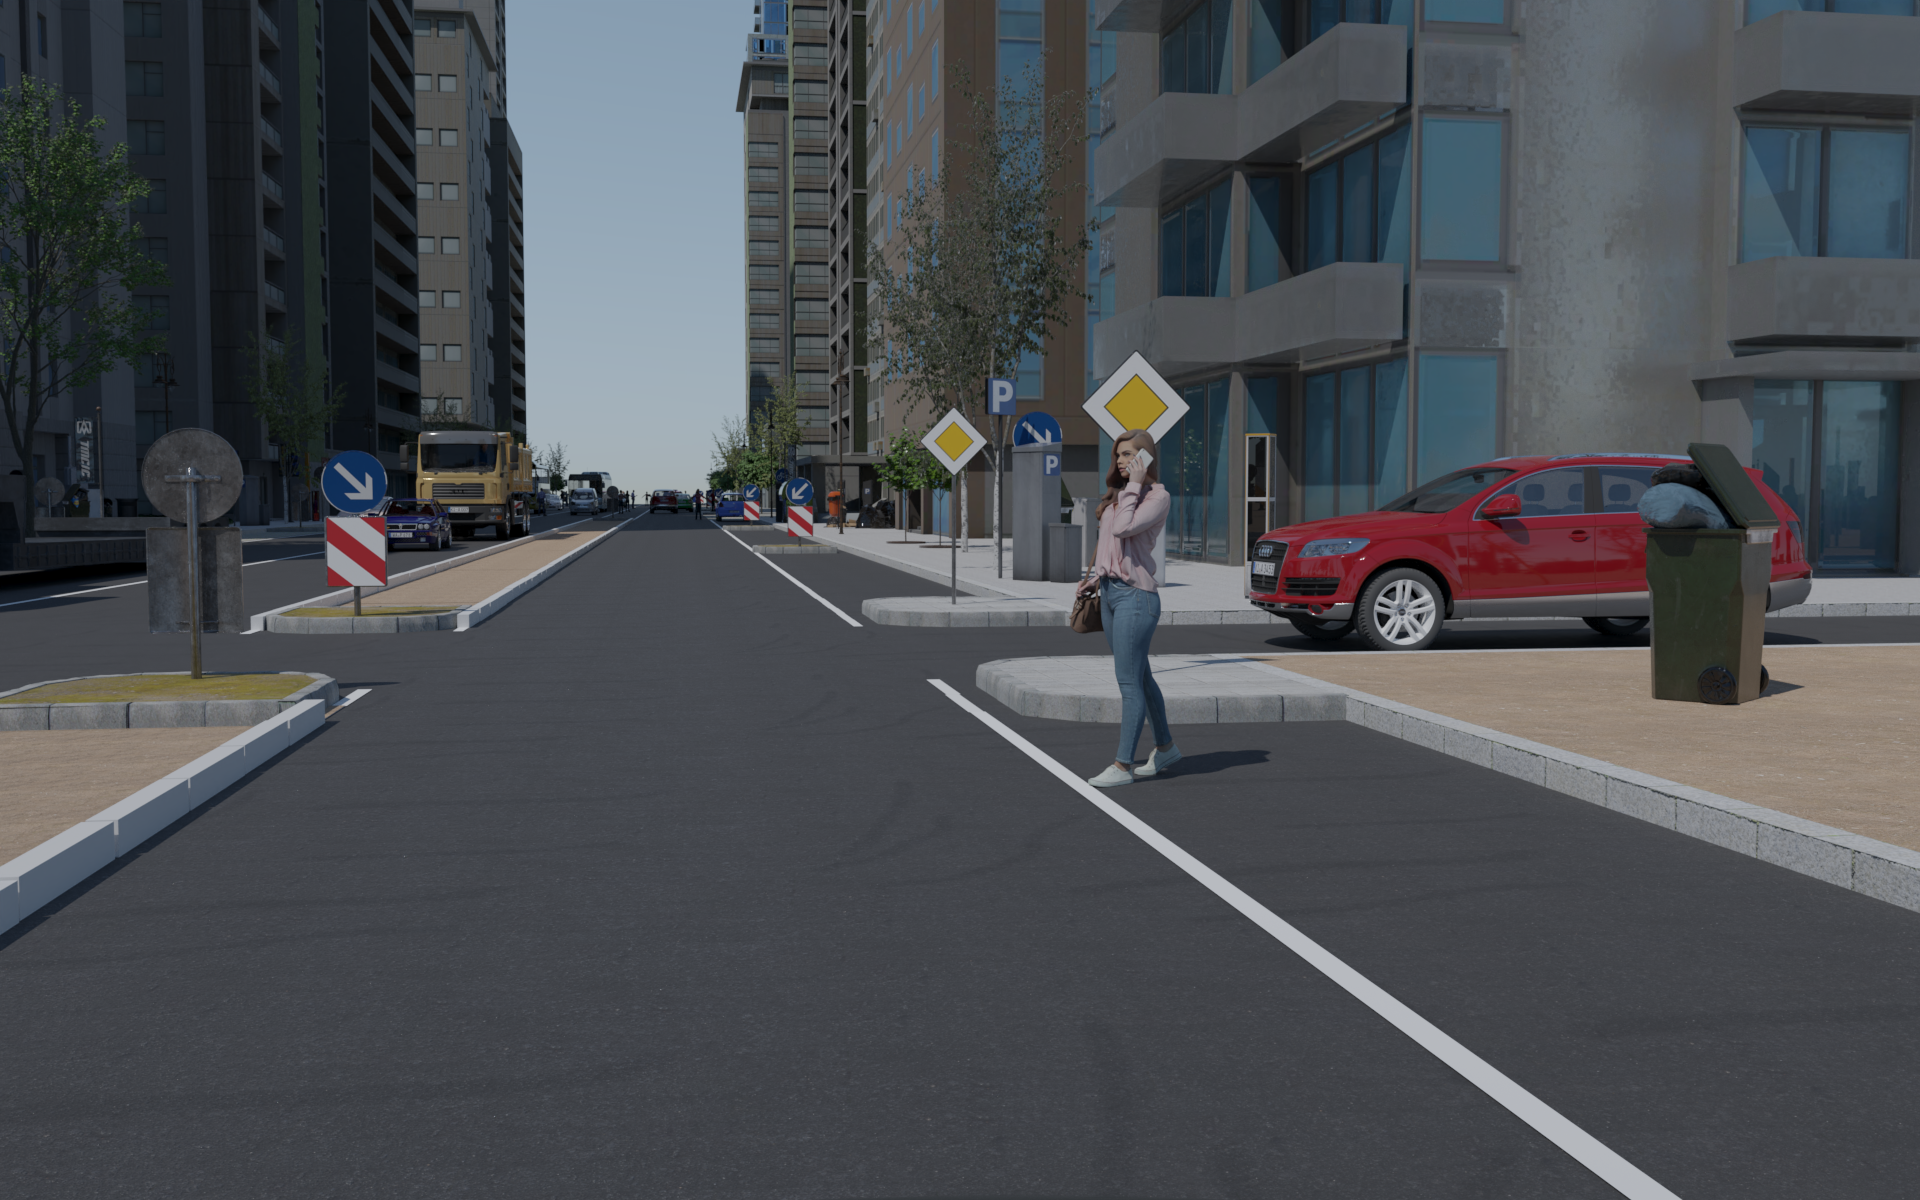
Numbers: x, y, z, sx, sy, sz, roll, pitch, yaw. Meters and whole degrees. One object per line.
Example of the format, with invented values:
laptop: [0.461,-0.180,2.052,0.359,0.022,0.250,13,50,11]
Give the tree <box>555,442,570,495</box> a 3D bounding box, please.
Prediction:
tree: [-55.825,-17.654,239.003,4.737,8.622,4.395,0,3,0]

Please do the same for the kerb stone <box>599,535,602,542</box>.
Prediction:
kerb stone: [-10.547,-1.714,50.316,0.120,0.150,1.000,-1,4,-9]

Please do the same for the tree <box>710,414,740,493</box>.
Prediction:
tree: [-20.615,-12.712,158.203,4.737,8.622,4.395,0,3,0]

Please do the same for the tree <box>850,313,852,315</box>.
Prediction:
tree: [-0.132,-5.342,37.697,4.360,8.622,3.978,0,3,0]

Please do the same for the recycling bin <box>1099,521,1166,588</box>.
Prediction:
recycling bin: [2.381,-0.697,23.949,0.722,1.027,0.722,-1,4,-18]

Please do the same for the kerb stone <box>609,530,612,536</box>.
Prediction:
kerb stone: [-11.709,-2.153,57.391,0.120,0.150,1.000,-1,4,-9]

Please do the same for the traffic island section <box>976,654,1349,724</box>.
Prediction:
traffic island section: [1.247,0.614,12.248,2.009,0.180,2.903,-1,4,-9]

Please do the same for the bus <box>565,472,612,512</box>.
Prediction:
bus: [-29.307,-8.719,137.407,2.948,3.499,13.247,0,4,-8]

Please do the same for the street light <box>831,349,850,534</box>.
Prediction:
street light: [-3.794,-5.042,55.221,0.468,5.910,1.993,-1,4,-9]

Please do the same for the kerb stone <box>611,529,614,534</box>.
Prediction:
kerb stone: [-12.046,-2.276,59.425,0.120,0.150,1.000,-1,4,-9]

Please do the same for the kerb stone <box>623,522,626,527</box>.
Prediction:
kerb stone: [-14.393,-3.143,73.589,0.120,0.150,1.000,-1,4,-9]

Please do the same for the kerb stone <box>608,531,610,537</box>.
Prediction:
kerb stone: [-11.541,-2.090,56.374,0.120,0.150,1.000,-1,4,-9]

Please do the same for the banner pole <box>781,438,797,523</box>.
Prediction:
banner pole: [-7.597,-5.314,76.903,0.863,3.779,0.401,3,4,37]

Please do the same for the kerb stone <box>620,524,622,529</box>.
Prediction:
kerb stone: [-13.548,-2.834,68.532,0.120,0.150,1.000,-1,4,-9]

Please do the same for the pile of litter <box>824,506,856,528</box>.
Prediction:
pile of litter: [-4.437,-3.225,66.694,1.719,0.858,1.176,-1,4,-10]

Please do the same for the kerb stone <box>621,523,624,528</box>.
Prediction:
kerb stone: [-13.887,-2.958,70.559,0.120,0.150,1.000,-1,4,-9]

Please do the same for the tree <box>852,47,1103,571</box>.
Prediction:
tree: [0.566,-4.814,29.076,4.360,8.622,3.978,0,3,0]

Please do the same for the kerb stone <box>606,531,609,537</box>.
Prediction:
kerb stone: [-11.372,-2.027,55.367,0.120,0.150,1.000,-1,4,-9]

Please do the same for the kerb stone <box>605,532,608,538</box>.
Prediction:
kerb stone: [-11.221,-1.967,54.355,0.120,0.150,1.000,-1,4,-9]

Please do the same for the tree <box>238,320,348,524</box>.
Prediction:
tree: [-28.531,-7.537,73.595,4.737,8.622,4.395,0,3,0]

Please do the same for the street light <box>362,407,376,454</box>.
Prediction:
street light: [-31.584,-7.331,92.653,0.468,5.910,1.993,-1,4,-9]

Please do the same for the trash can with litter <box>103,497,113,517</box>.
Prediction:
trash can with litter: [-29.815,-2.993,60.315,0.624,1.170,1.055,-1,4,-21]

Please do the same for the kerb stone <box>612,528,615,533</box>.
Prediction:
kerb stone: [-12.215,-2.338,60.434,0.120,0.150,1.000,-1,4,-9]

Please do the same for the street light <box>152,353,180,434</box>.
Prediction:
street light: [-25.504,-5.075,55.757,0.468,5.910,1.993,-1,4,-9]

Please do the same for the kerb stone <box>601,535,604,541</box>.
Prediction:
kerb stone: [-10.715,-1.782,51.331,0.120,0.150,1.000,-1,4,-9]

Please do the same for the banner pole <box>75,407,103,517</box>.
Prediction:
banner pole: [-24.862,-3.644,49.594,0.863,3.779,0.401,-2,4,-33]

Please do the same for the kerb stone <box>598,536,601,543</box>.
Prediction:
kerb stone: [-10.375,-1.657,49.308,0.120,0.150,1.000,-1,4,-9]

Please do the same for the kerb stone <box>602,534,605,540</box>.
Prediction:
kerb stone: [-10.876,-1.844,52.341,0.120,0.150,1.000,-1,4,-9]

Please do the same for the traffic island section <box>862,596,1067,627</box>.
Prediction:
traffic island section: [-0.052,0.132,20.127,2.009,0.180,2.903,-1,4,-9]

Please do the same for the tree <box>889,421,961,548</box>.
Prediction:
tree: [-0.404,-2.865,41.447,1.663,3.219,1.824,0,3,0]

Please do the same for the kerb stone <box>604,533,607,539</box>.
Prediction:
kerb stone: [-11.044,-1.901,53.349,0.120,0.150,1.000,-1,4,-9]

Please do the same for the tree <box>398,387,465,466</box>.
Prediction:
tree: [-36.185,-10.296,118.699,4.360,8.622,3.978,0,3,0]

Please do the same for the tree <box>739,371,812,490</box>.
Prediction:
tree: [-10.743,-9.394,103.955,4.737,8.622,4.395,0,3,0]

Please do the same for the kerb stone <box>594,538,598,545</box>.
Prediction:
kerb stone: [-10.044,-1.534,47.280,0.120,0.150,1.000,-1,4,-9]

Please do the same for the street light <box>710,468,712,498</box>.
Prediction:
street light: [-36.149,-17.061,251.736,0.468,5.910,1.993,-1,4,-9]

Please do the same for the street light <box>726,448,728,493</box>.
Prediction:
street light: [-22.662,-12.002,169.025,0.468,5.910,1.993,-1,4,-9]

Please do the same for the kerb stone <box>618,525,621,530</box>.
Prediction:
kerb stone: [-13.210,-2.707,66.505,0.120,0.150,1.000,-1,4,-9]

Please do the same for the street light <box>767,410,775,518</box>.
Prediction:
street light: [-10.200,-7.391,93.635,0.468,5.910,1.993,-1,4,-9]

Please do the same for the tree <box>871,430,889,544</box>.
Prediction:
tree: [-1.526,-3.073,44.847,1.663,3.219,1.824,0,3,0]

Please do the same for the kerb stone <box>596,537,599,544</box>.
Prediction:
kerb stone: [-10.211,-1.595,48.288,0.120,0.150,1.000,-1,4,-9]

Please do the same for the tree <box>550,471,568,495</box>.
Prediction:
tree: [-56.915,-15.909,243.824,4.285,4.588,4.351,0,3,0]

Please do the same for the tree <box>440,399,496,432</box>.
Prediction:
tree: [-39.109,-11.338,135.735,4.737,8.622,4.395,0,3,0]

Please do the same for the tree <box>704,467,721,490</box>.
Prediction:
tree: [-24.324,-12.167,182.642,4.285,4.588,4.351,0,3,0]

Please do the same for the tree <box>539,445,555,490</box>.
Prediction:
tree: [-47.649,-14.543,188.146,4.737,8.622,4.395,0,3,0]

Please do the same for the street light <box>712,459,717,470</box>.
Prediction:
street light: [-30.038,-14.748,213.913,0.468,5.910,1.993,-1,4,-9]

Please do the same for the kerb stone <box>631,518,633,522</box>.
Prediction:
kerb stone: [-16.217,-3.819,84.726,0.120,0.150,1.000,-1,4,-9]

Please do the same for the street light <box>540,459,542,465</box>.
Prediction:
street light: [-51.386,-14.661,212.490,0.468,5.910,1.993,-1,4,-9]

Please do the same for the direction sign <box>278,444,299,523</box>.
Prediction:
direction sign: [-30.221,-5.262,78.031,0.876,3.537,0.379,-2,4,-31]

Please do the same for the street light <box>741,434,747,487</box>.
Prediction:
street light: [-16.266,-9.657,130.687,0.468,5.910,1.993,-1,4,-9]

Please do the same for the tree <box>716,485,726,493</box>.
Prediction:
tree: [-27.489,-12.612,200.813,1.663,3.219,1.824,0,3,0]

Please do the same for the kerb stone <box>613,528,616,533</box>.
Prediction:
kerb stone: [-12.379,-2.401,61.446,0.120,0.150,1.000,-1,4,-9]

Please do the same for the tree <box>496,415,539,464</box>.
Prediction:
tree: [-42.730,-12.891,161.134,4.737,8.622,4.395,0,3,0]

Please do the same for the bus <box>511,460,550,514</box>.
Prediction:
bus: [-31.613,-8.227,126.058,2.896,3.916,12.252,-1,4,-9]

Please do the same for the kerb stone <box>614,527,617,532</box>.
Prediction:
kerb stone: [-12.545,-2.462,62.455,0.120,0.150,1.000,-1,4,-9]

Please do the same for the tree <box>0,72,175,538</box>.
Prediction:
tree: [-23.970,-7.232,43.998,9.928,11.665,9.643,0,3,0]

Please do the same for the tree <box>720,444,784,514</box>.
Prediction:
tree: [-12.836,-7.840,111.899,4.285,4.588,4.351,0,3,0]
